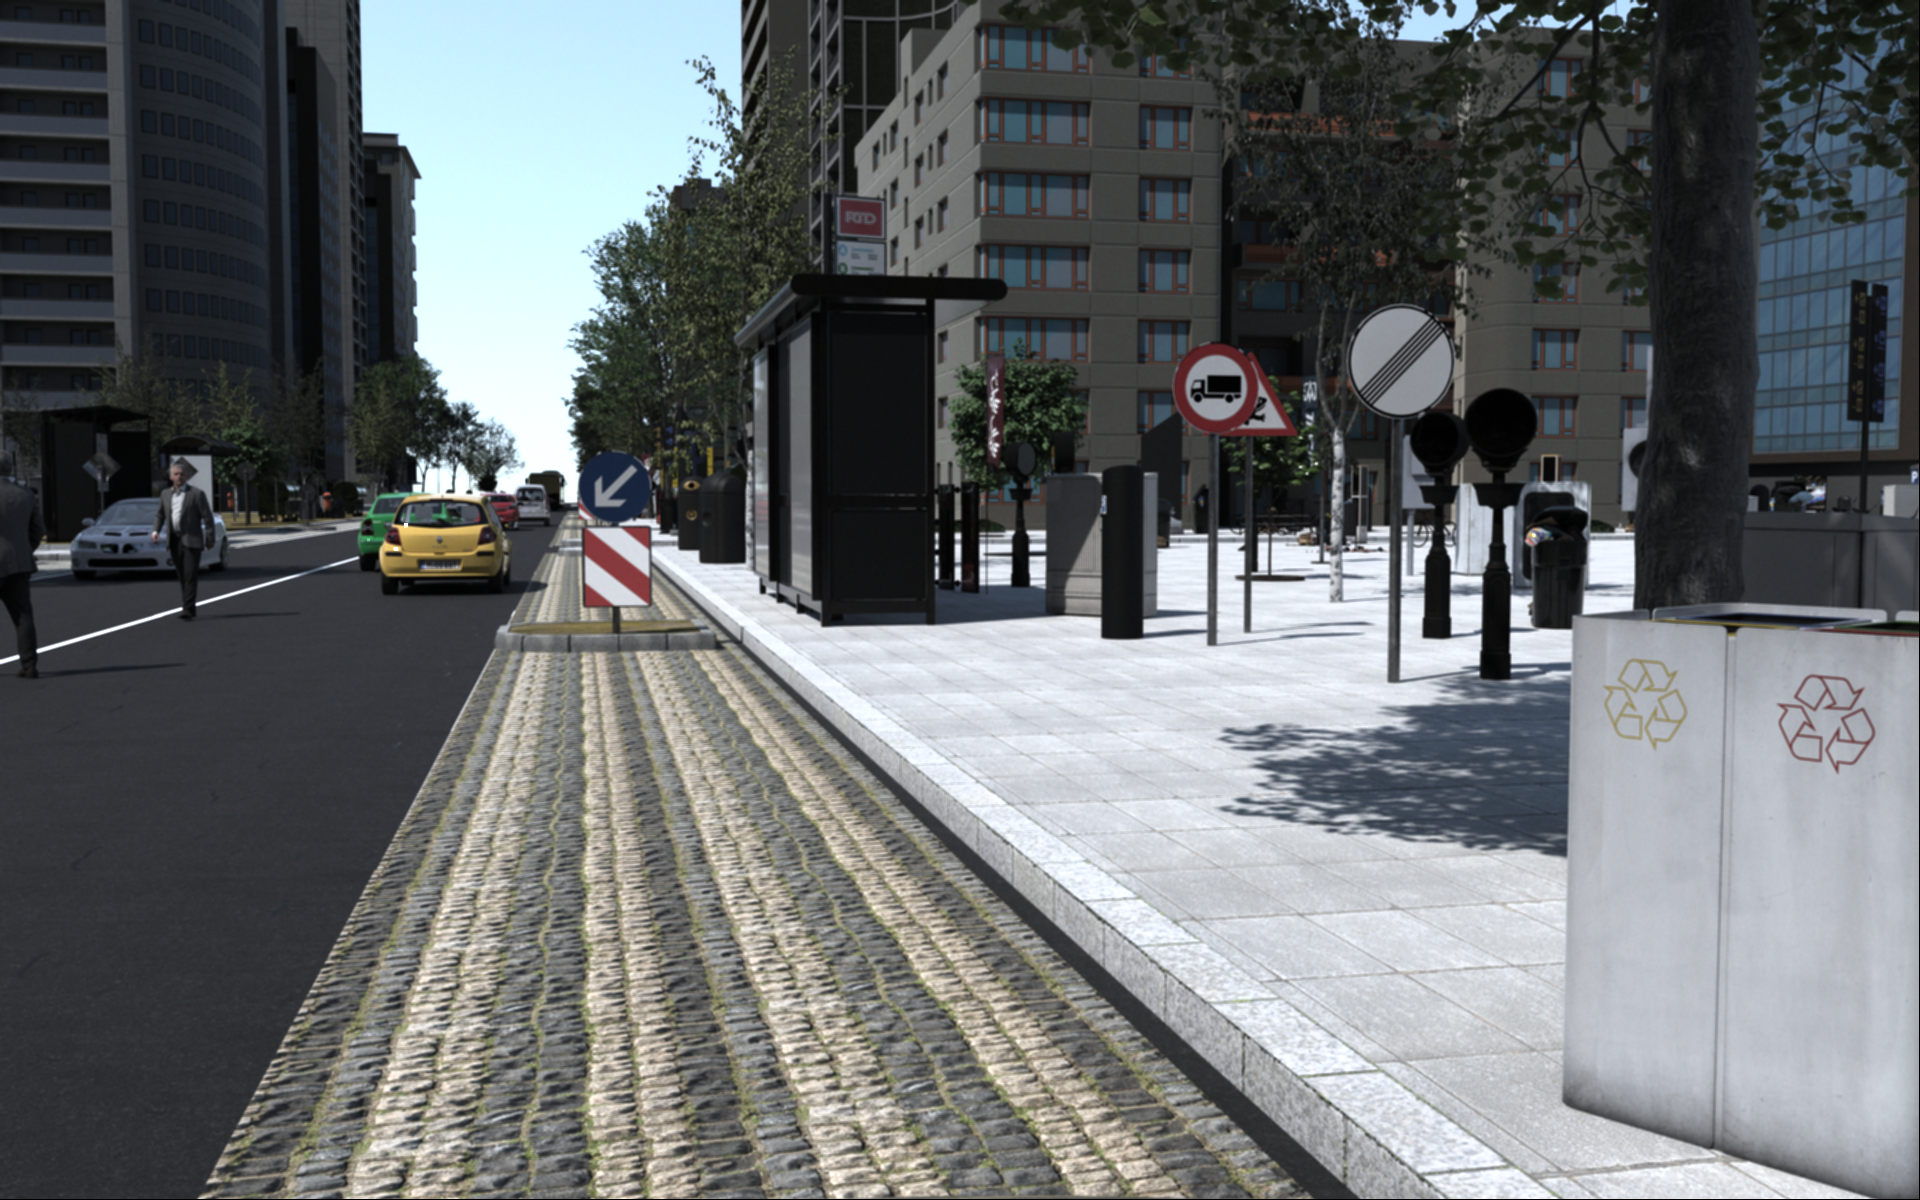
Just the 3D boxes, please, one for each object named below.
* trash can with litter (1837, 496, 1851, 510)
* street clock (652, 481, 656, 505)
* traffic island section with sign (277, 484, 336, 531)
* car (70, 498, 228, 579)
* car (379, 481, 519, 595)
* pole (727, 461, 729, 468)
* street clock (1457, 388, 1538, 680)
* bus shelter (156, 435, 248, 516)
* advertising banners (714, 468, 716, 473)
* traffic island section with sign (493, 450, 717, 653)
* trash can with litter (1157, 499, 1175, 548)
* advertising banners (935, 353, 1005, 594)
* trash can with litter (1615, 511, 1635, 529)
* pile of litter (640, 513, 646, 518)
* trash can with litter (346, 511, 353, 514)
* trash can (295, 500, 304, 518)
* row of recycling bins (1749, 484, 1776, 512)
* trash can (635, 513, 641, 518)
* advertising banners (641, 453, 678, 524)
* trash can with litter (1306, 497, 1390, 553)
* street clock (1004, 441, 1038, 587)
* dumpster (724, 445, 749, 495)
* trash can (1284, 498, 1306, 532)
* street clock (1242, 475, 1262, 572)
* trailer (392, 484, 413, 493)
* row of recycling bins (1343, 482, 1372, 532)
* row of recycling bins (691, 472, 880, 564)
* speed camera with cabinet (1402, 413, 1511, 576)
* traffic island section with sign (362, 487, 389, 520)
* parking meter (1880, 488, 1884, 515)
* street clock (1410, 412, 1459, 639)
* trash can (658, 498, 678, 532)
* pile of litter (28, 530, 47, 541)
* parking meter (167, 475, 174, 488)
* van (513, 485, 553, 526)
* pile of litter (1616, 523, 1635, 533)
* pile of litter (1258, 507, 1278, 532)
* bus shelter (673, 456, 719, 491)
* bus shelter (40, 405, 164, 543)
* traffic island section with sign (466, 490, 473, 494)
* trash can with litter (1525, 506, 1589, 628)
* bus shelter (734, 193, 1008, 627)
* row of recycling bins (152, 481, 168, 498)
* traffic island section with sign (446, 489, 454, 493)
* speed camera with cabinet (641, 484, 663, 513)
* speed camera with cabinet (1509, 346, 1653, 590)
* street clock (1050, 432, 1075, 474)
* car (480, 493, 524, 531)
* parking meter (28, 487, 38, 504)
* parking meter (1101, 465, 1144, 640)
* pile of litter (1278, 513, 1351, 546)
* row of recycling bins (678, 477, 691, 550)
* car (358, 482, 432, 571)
[{"bbox_3d":[35.259,-3.602,69.945,2.233,1.210,1.678,0,4,-2],"label":"trash can with litter"},{"bbox_3d":[-17.176,-5.630,96.622,0.471,2.002,0.358,0,4,-3],"label":"street clock"},{"bbox_3d":[-25.494,-3.611,67.662,1.989,1.847,2.006,-1,4,-12],"label":"traffic island section with sign"},{"bbox_3d":[-14.348,-1.131,30.858,2.083,1.381,4.827,-1,4,-12],"label":"car"},{"bbox_3d":[-7.731,-0.979,26.228,2.015,1.641,3.980,-1,4,-12],"label":"car"},{"bbox_3d":[-14.190,-6.864,106.077,0.158,3.312,0.155,0,3,0],"label":"pole"},{"bbox_3d":[3.720,-0.453,11.980,0.471,2.002,0.358,1,4,11],"label":"street clock"},{"bbox_3d":[-27.088,-4.173,62.146,2.014,3.302,5.546,-1,4,-12],"label":"bus shelter"},{"bbox_3d":[-16.047,-7.394,117.075,2.074,3.025,0.090,-2,4,-33],"label":"advertising banners"},{"bbox_3d":[-3.406,-0.483,16.518,1.989,1.847,2.006,-1,4,-12],"label":"traffic island section with sign"},{"bbox_3d":[4.823,-1.826,41.248,0.624,1.170,1.055,0,4,5],"label":"trash can with litter"},{"bbox_3d":[0.122,-1.612,22.536,0.090,3.025,2.074,-2,4,-25],"label":"advertising banners"},{"bbox_3d":[24.642,-3.218,63.678,1.678,1.210,2.233,1,4,13],"label":"trash can with litter"},{"bbox_3d":[-17.605,-4.874,93.647,1.176,0.858,1.719,-2,4,-30],"label":"pile of litter"},{"bbox_3d":[-38.704,-5.978,109.133,1.055,1.170,0.624,-1,4,-16],"label":"trash can with litter"},{"bbox_3d":[-35.859,-5.052,94.253,0.748,1.137,0.748,0,3,0],"label":"trash can"},{"bbox_3d":[46.149,-5.567,98.127,1.069,1.692,3.534,-1,4,-13],"label":"row of recycling bins"},{"bbox_3d":[-17.191,-4.894,91.664,0.748,1.137,0.748,0,3,0],"label":"trash can"},{"bbox_3d":[-12.809,-4.785,74.421,2.074,3.025,0.090,1,4,23],"label":"advertising banners"},{"bbox_3d":[8.896,-1.669,38.349,2.233,1.210,1.678,1,4,23],"label":"trash can with litter"},{"bbox_3d":[0.838,-1.183,23.909,0.358,2.002,0.471,3,5,41],"label":"street clock"},{"bbox_3d":[-4.215,-2.024,35.585,1.502,2.255,1.985,-1,4,-12],"label":"dumpster"},{"bbox_3d":[11.454,-2.912,59.263,0.748,1.137,0.748,0,3,0],"label":"trash can"},{"bbox_3d":[4.795,-1.456,28.369,0.471,2.002,0.358,1,4,10],"label":"street clock"},{"bbox_3d":[-32.612,-5.758,101.191,1.471,1.999,3.904,-1,4,-13],"label":"trailer"},{"bbox_3d":[13.594,-3.247,60.197,1.069,1.692,3.534,0,4,4],"label":"row of recycling bins"},{"bbox_3d":[-3.170,-1.568,32.744,3.534,1.692,1.069,-2,4,-26],"label":"row of recycling bins"},{"bbox_3d":[7.875,-2.016,27.291,2.038,3.252,0.660,0,4,-4],"label":"speed camera with cabinet"},{"bbox_3d":[-31.305,-5.221,93.986,1.989,1.847,2.006,-1,4,-12],"label":"traffic island section with sign"},{"bbox_3d":[37.186,-3.742,69.587,0.372,1.533,0.369,0,3,0],"label":"parking meter"},{"bbox_3d":[4.249,-0.661,15.376,0.471,2.002,0.358,3,5,40],"label":"street clock"},{"bbox_3d":[-9.724,-2.828,57.886,0.748,1.137,0.748,0,3,0],"label":"trash can"},{"bbox_3d":[-25.656,-2.044,47.388,1.176,0.858,1.719,-2,4,-27],"label":"pile of litter"},{"bbox_3d":[-24.486,-2.956,54.041,0.399,1.863,0.255,-2,4,-29],"label":"parking meter"},{"bbox_3d":[-19.312,-4.336,77.903,2.013,2.044,4.112,-1,4,-14],"label":"van"},{"bbox_3d":[22.816,-2.696,58.045,1.719,0.858,1.176,2,4,24],"label":"pile of litter"},{"bbox_3d":[10.285,-2.726,58.529,1.176,0.858,1.719,0,4,1],"label":"pile of litter"},{"bbox_3d":[-12.374,-5.273,80.144,2.014,3.302,5.546,-1,4,-12],"label":"bus shelter"},{"bbox_3d":[-23.878,-3.497,48.464,1.731,3.624,6.357,-1,4,-12],"label":"bus shelter"},{"bbox_3d":[-48.155,-9.883,170.216,1.989,1.847,2.006,-1,4,-12],"label":"traffic island section with sign"},{"bbox_3d":[5.720,-0.333,16.833,0.624,1.170,1.055,0,4,8],"label":"trash can with litter"},{"bbox_3d":[-1.488,-2.645,20.871,2.179,5.291,8.768,-1,4,-13],"label":"bus shelter"},{"bbox_3d":[-26.001,-3.000,56.160,1.069,1.692,3.534,-2,4,-30],"label":"row of recycling bins"},{"bbox_3d":[-42.338,-8.273,143.893,1.989,1.847,2.006,-1,4,-12],"label":"traffic island section with sign"},{"bbox_3d":[-18.432,-6.623,102.616,2.038,3.252,0.660,1,4,10],"label":"speed camera with cabinet"},{"bbox_3d":[8.528,-1.770,23.279,2.038,3.252,0.660,1,4,19],"label":"speed camera with cabinet"},{"bbox_3d":[1.204,-0.968,20.402,0.358,2.002,0.471,0,4,-5],"label":"street clock"},{"bbox_3d":[-18.570,-3.687,69.323,2.155,1.783,4.494,-1,4,-14],"label":"car"},{"bbox_3d":[-34.403,-3.416,64.265,0.372,1.533,0.369,0,3,0],"label":"parking meter"},{"bbox_3d":[1.447,-0.428,15.403,0.372,1.533,0.369,0,3,0],"label":"parking meter"},{"bbox_3d":[8.942,-1.791,43.242,1.719,0.858,1.176,0,4,4],"label":"pile of litter"},{"bbox_3d":[-4.948,-1.957,39.111,3.534,1.692,1.069,2,4,33],"label":"row of recycling bins"},{"bbox_3d":[-10.558,-1.523,33.698,1.959,1.807,4.718,-1,4,-12],"label":"car"}]
